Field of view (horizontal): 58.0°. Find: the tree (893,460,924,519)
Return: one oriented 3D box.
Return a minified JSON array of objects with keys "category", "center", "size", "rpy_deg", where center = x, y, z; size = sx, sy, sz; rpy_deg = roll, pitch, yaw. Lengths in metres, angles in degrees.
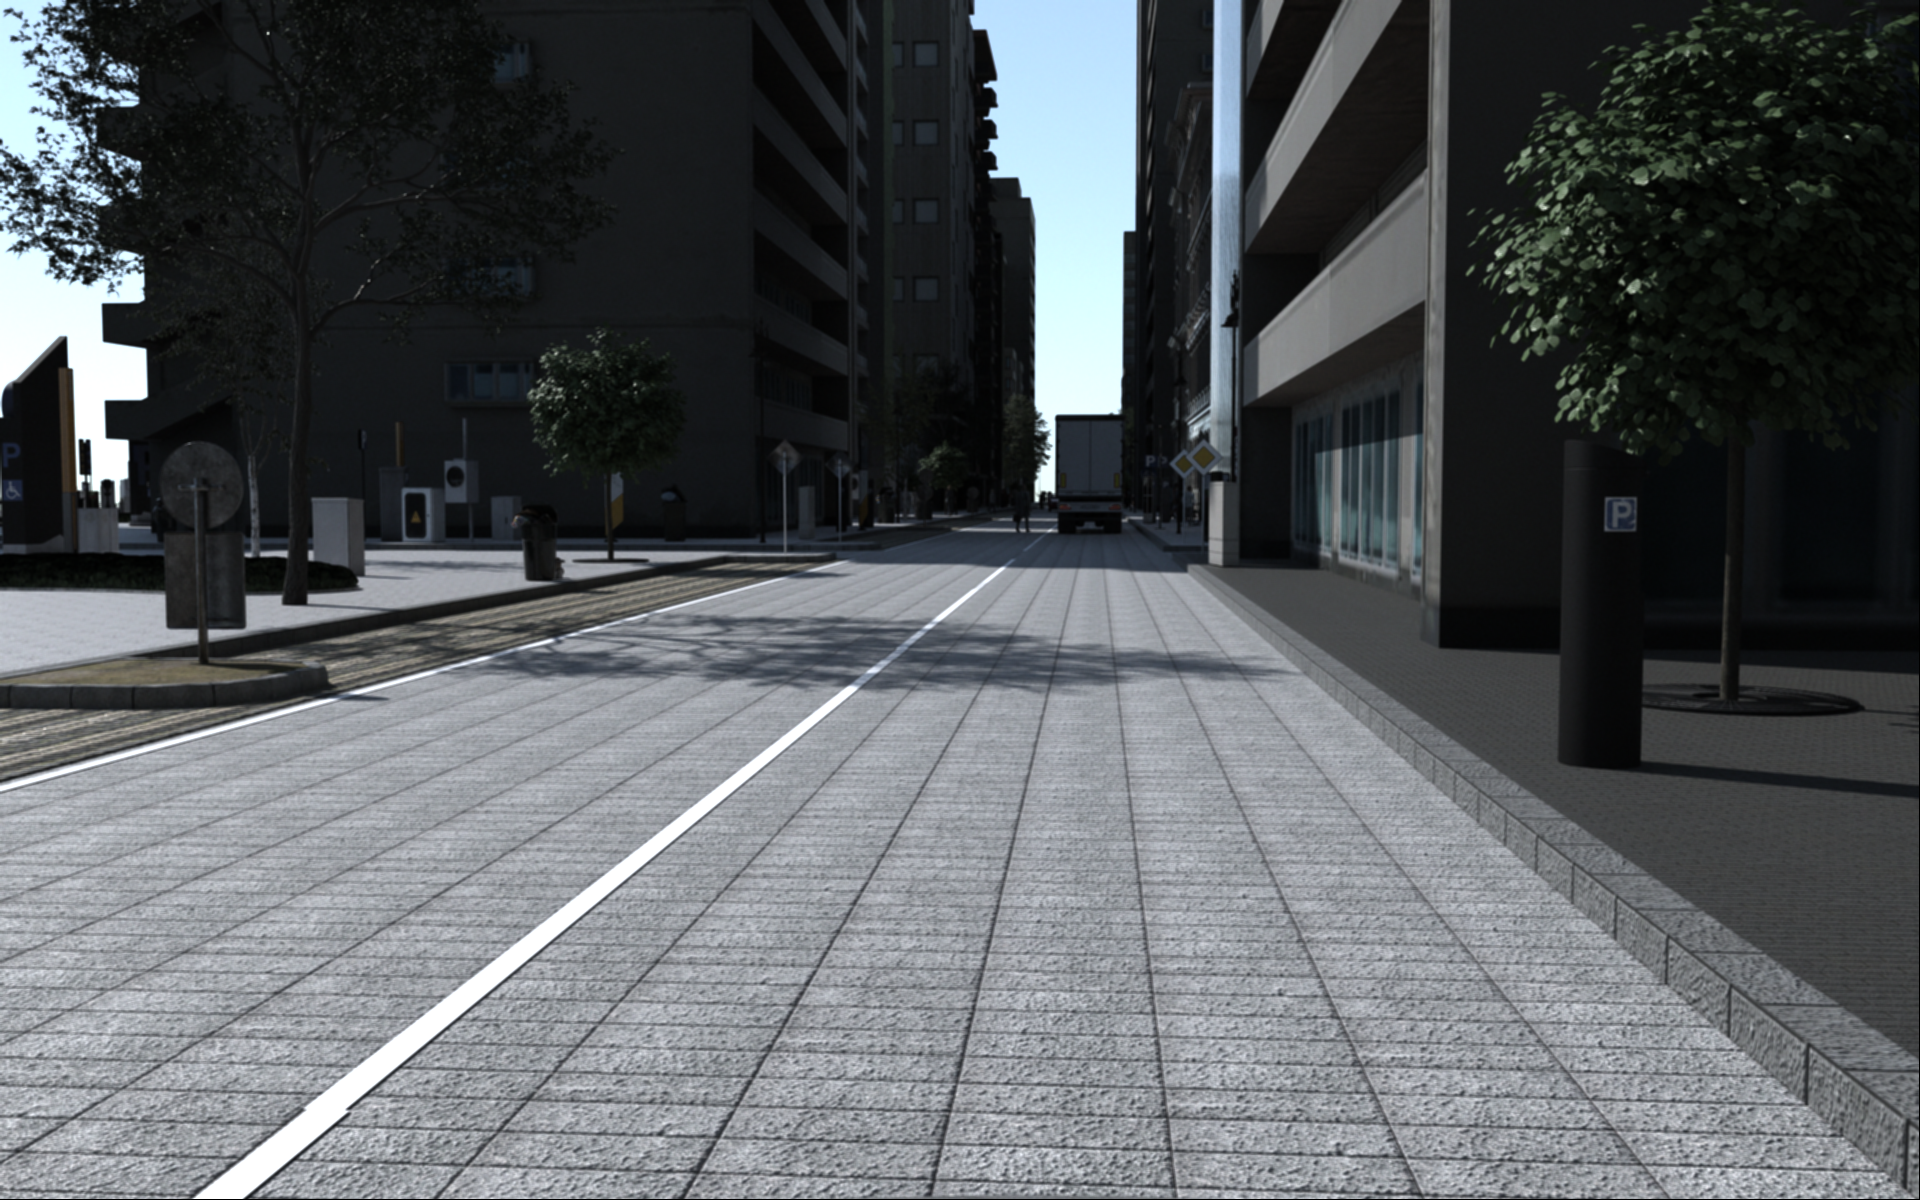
[{"category":"tree","center":[-2.772,-5.859,90.399],"size":[1.663,3.219,1.824],"rpy_deg":[0,3,0]}]

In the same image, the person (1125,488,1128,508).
[{"category":"person","center":[14.944,-9.184,156.162],"size":[0.705,1.831,1.348],"rpy_deg":[-1,4,-8]}]

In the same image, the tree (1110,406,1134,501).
[{"category":"tree","center":[19.046,-17.023,204.073],"size":[9.928,11.665,9.643],"rpy_deg":[0,3,0]}]

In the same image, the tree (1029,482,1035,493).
[{"category":"tree","center":[8.937,-14.052,224.354],"size":[1.663,3.219,1.824],"rpy_deg":[0,3,0]}]

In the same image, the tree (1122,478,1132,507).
[{"category":"tree","center":[17.969,-12.123,192.809],"size":[1.663,3.219,1.824],"rpy_deg":[0,3,0]}]

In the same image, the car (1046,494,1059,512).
[{"category":"car","center":[8.164,-8.164,142.525],"size":[2.155,1.783,4.494],"rpy_deg":[0,4,3]}]

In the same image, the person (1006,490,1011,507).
[{"category":"person","center":[4.744,-10.112,172.106],"size":[0.721,1.736,1.217],"rpy_deg":[-2,4,-25]}]

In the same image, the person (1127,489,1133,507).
[{"category":"person","center":[16.989,-10.274,174.011],"size":[0.705,1.826,1.348],"rpy_deg":[-1,4,-16]}]

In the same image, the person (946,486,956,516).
[{"category":"person","center":[-0.535,-5.724,100.053],"size":[0.534,1.772,0.576],"rpy_deg":[3,4,37]}]

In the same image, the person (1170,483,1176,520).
[{"category":"person","center":[10.343,-4.810,84.707],"size":[0.620,1.820,0.660],"rpy_deg":[2,4,25]}]

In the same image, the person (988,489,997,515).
[{"category":"person","center":[2.168,-6.711,118.412],"size":[0.728,1.800,0.709],"rpy_deg":[-2,4,-34]}]

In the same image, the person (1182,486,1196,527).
[{"category":"person","center":[8.839,-3.610,66.874],"size":[0.589,1.601,0.330],"rpy_deg":[2,4,33]}]

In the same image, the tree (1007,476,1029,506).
[{"category":"tree","center":[6.080,-11.813,187.749],"size":[1.663,3.219,1.824],"rpy_deg":[0,3,0]}]

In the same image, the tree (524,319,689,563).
[{"category":"tree","center":[-6.638,-3.006,32.870],"size":[4.285,4.588,4.351],"rpy_deg":[0,3,0]}]

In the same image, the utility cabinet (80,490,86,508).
[{"category":"utility cabinet","center":[-50.612,-5.536,99.200],"size":[1.173,1.500,0.318],"rpy_deg":[1,4,17]}]

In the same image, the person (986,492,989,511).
[{"category":"person","center":[2.149,-7.698,135.167],"size":[0.557,1.426,1.065],"rpy_deg":[0,4,3]}]

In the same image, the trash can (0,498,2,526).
[{"category":"trash can","center":[-38.117,-3.498,68.846],"size":[0.748,1.137,0.748],"rpy_deg":[0,3,0]}]

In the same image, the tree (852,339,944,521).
[{"category":"tree","center":[-2.772,-8.041,81.833],"size":[4.737,8.622,4.395],"rpy_deg":[0,3,0]}]

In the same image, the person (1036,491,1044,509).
[{"category":"person","center":[7.513,-9.379,162.648],"size":[0.742,1.727,0.445],"rpy_deg":[0,4,-2]}]

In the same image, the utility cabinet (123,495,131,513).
[{"category":"utility cabinet","center":[-38.434,-4.229,80.311],"size":[0.306,1.237,1.020],"rpy_deg":[0,4,-5]}]

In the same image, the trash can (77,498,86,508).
[{"category":"trash can","center":[-31.060,-3.002,60.732],"size":[0.748,1.137,0.748],"rpy_deg":[0,3,0]}]

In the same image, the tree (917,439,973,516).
[{"category":"tree","center":[-0.774,-7.340,103.717],"size":[4.285,4.588,4.351],"rpy_deg":[0,3,0]}]

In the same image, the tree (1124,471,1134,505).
[{"category":"tree","center":[19.484,-13.938,211.599],"size":[4.285,4.588,4.351],"rpy_deg":[0,3,0]}]

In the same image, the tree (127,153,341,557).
[{"category":"tree","center":[-14.160,-5.139,34.389],"size":[4.360,8.622,3.978],"rpy_deg":[0,3,0]}]

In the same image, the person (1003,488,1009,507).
[{"category":"person","center":[4.309,-9.852,167.067],"size":[0.705,1.831,1.348],"rpy_deg":[2,4,26]}]

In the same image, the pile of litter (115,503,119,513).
[{"category":"pile of litter","center":[-47.975,-5.118,97.639],"size":[1.176,0.858,1.719],"rpy_deg":[3,5,45]}]

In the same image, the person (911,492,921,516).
[{"category":"person","center":[-2.593,-5.728,99.820],"size":[0.709,1.813,0.853],"rpy_deg":[-3,5,-41]}]

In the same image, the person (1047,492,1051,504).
[{"category":"person","center":[12.158,-13.983,237.794],"size":[0.551,1.740,0.621],"rpy_deg":[-3,5,-42]}]

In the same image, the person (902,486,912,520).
[{"category":"person","center":[-2.657,-4.814,85.762],"size":[0.512,1.701,0.522],"rpy_deg":[1,4,18]}]

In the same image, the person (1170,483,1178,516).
[{"category":"person","center":[10.193,-4.657,82.283],"size":[0.778,1.811,0.616],"rpy_deg":[1,4,21]}]

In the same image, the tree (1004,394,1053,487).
[{"category":"tree","center":[7.006,-17.017,196.347],"size":[7.486,12.596,7.792],"rpy_deg":[0,3,0]}]

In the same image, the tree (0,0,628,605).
[{"category":"tree","center":[-7.415,-5.231,19.942],"size":[7.601,10.594,8.767],"rpy_deg":[-2,4,-29]}]

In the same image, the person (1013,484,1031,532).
[{"category":"person","center":[2.393,-3.478,65.466],"size":[0.694,1.812,0.767],"rpy_deg":[-2,4,-25]}]

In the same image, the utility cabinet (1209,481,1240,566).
[{"category":"utility cabinet","center":[4.709,-1.355,30.828],"size":[0.318,1.500,1.173],"rpy_deg":[0,4,-4]}]

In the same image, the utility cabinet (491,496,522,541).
[{"category":"utility cabinet","center":[-12.606,-2.260,48.116],"size":[1.020,1.237,0.306],"rpy_deg":[3,5,39]}]

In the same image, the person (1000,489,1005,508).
[{"category":"person","center":[3.927,-9.292,158.767],"size":[0.445,1.727,0.742],"rpy_deg":[0,4,-2]}]

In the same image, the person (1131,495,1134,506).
[{"category":"person","center":[18.446,-10.630,183.078],"size":[0.697,1.427,0.421],"rpy_deg":[-1,4,-15]}]

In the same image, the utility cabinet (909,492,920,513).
[{"category":"utility cabinet","center":[-3.050,-6.566,116.036],"size":[0.318,1.500,1.173],"rpy_deg":[-2,4,-26]}]

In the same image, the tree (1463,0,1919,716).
[{"category":"tree","center":[4.687,-1.646,10.623],"size":[4.285,4.588,4.351],"rpy_deg":[0,3,0]}]

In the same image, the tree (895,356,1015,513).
[{"category":"tree","center":[-0.525,-11.101,115.914],"size":[8.767,10.594,7.601],"rpy_deg":[-1,4,-8]}]
